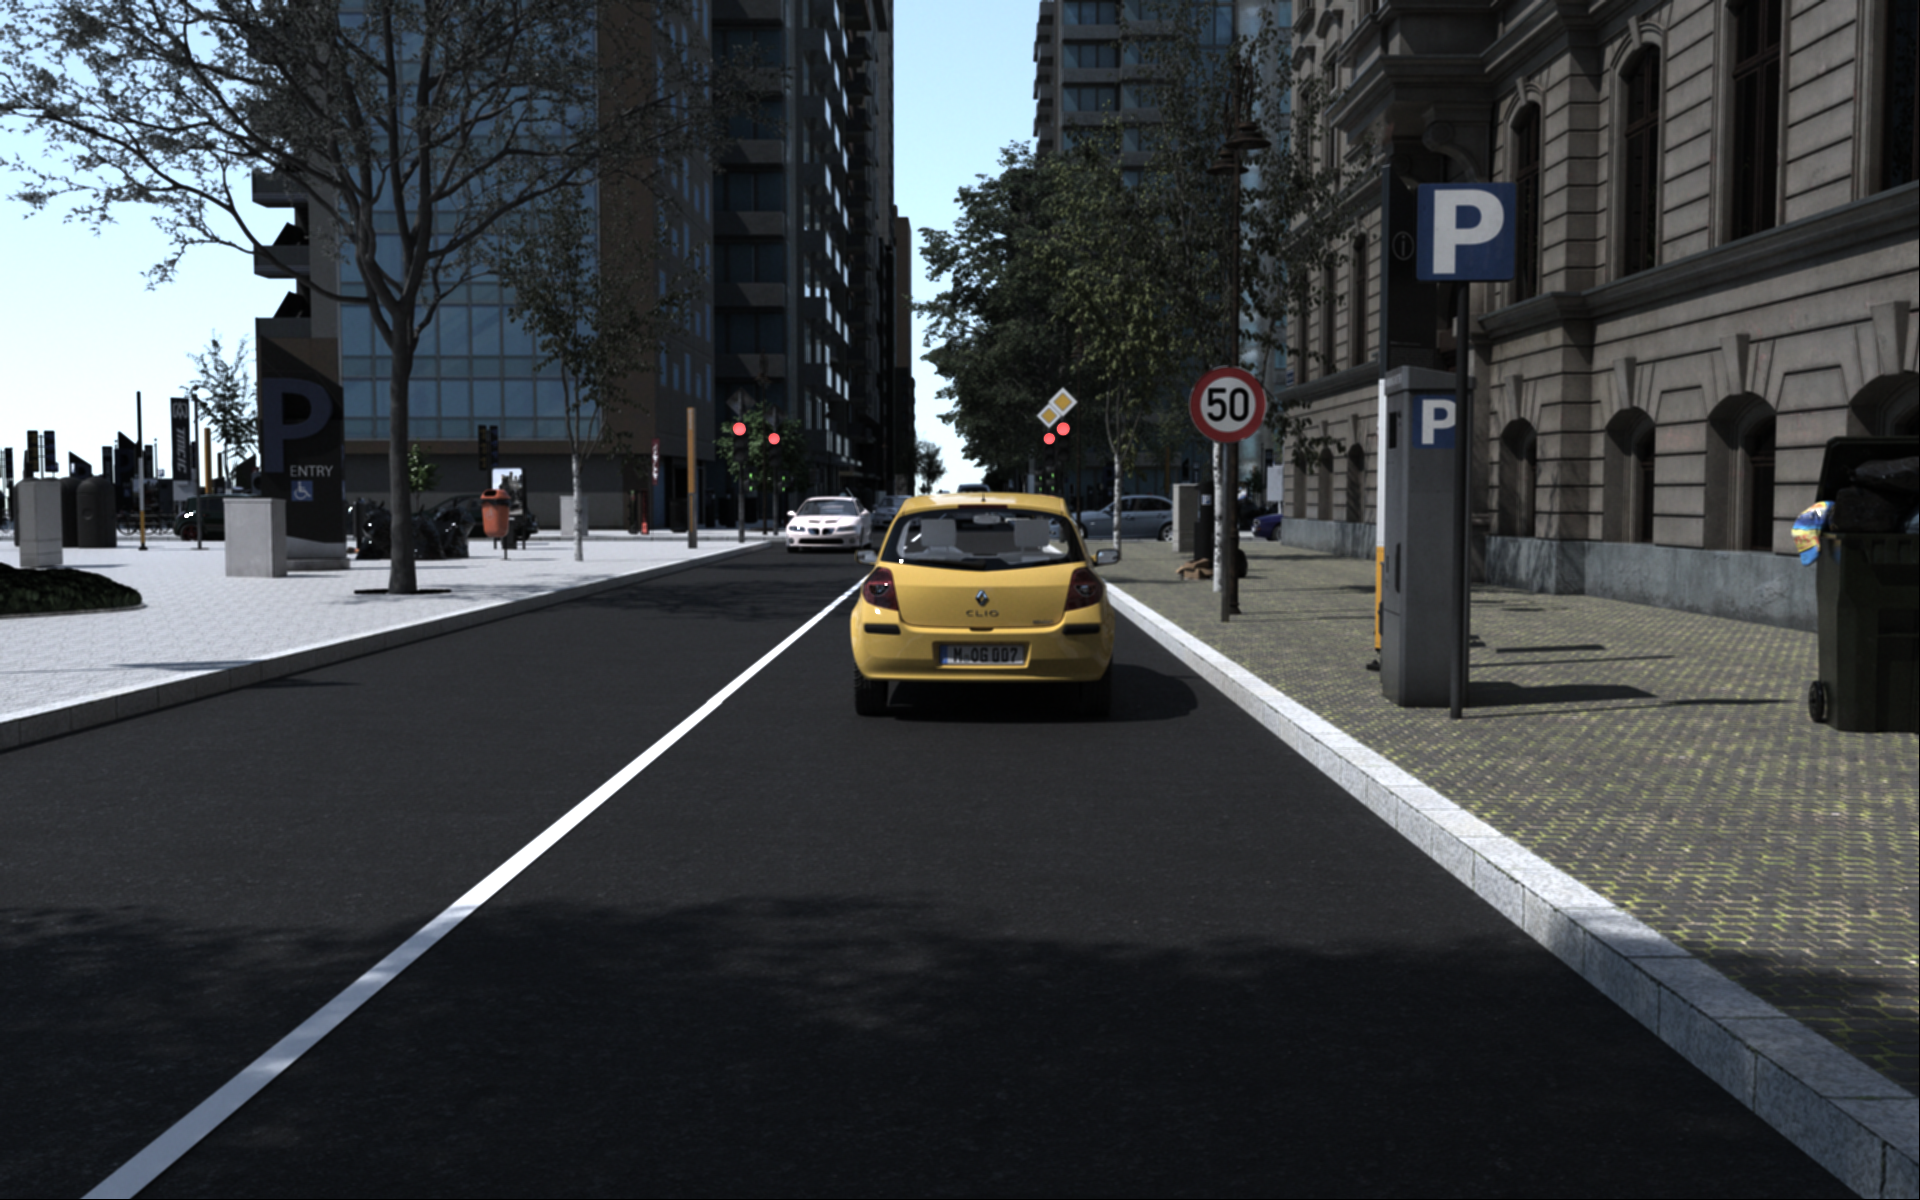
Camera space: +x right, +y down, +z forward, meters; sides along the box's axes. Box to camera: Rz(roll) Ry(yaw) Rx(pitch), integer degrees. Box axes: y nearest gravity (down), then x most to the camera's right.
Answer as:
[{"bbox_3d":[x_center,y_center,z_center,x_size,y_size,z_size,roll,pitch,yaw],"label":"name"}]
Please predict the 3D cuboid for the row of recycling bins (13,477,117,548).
[{"bbox_3d":[-21.746,-2.133,41.989,3.534,1.692,1.069,2,4,33],"label":"row of recycling bins"}]

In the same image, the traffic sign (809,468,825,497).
[{"bbox_3d":[-5.636,-4.044,68.249,0.606,2.300,0.079,0,4,4],"label":"traffic sign"}]

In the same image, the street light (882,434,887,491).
[{"bbox_3d":[-5.631,-9.639,130.380,0.468,5.910,1.993,0,4,0],"label":"street light"}]

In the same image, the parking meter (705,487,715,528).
[{"bbox_3d":[-9.550,-3.535,66.213,0.372,1.533,0.369,0,3,0],"label":"parking meter"}]

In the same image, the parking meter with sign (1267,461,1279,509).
[{"bbox_3d":[16.785,-5.914,92.961,0.543,3.016,1.738,1,4,21],"label":"parking meter with sign"}]

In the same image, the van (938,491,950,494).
[{"bbox_3d":[-1.846,-12.027,203.656,2.013,2.044,4.112,0,4,-1],"label":"van"}]

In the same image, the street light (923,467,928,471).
[{"bbox_3d":[-4.998,-16.306,239.387,0.468,5.910,1.993,0,4,0],"label":"street light"}]

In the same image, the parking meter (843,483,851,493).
[{"bbox_3d":[-5.951,-5.221,91.070,0.399,1.863,0.255,1,4,22],"label":"parking meter"}]

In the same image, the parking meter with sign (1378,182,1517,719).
[{"bbox_3d":[2.896,-0.879,10.635,0.543,3.016,1.738,0,4,4],"label":"parking meter with sign"}]

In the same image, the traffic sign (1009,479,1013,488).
[{"bbox_3d":[3.625,-7.075,117.803,0.606,2.300,0.079,0,4,1],"label":"traffic sign"}]

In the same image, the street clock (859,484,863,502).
[{"bbox_3d":[-6.958,-7.157,121.588,0.358,2.002,0.471,1,4,10],"label":"street clock"}]

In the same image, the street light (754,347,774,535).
[{"bbox_3d":[-6.147,-4.994,54.436,0.468,5.910,1.993,0,4,0],"label":"street light"}]

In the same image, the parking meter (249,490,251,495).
[{"bbox_3d":[-39.001,-5.288,94.867,0.372,1.533,0.369,0,3,0],"label":"parking meter"}]

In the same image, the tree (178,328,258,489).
[{"bbox_3d":[-32.660,-7.795,77.804,4.737,8.622,4.395,0,3,0],"label":"tree"}]

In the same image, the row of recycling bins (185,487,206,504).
[{"bbox_3d":[-42.187,-5.408,95.533,1.069,1.692,3.534,-3,4,-37],"label":"row of recycling bins"}]

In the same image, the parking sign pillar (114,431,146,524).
[{"bbox_3d":[-35.481,-5.234,74.041,1.447,3.967,1.447,1,4,17],"label":"parking sign pillar"}]

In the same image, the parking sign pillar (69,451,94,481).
[{"bbox_3d":[-55.075,-7.347,108.602,1.447,3.967,1.447,3,5,45],"label":"parking sign pillar"}]

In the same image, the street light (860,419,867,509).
[{"bbox_3d":[-5.934,-8.199,106.835,0.468,5.910,1.993,0,4,0],"label":"street light"}]

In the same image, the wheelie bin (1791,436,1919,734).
[{"bbox_3d":[5.091,-0.094,9.442,0.980,1.594,0.693,1,4,14],"label":"wheelie bin"}]

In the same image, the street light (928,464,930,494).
[{"bbox_3d":[-4.828,-17.887,265.241,0.468,5.910,1.993,0,4,0],"label":"street light"}]

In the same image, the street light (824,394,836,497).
[{"bbox_3d":[-6.034,-6.575,80.290,0.468,5.910,1.993,0,4,0],"label":"street light"}]

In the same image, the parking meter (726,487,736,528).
[{"bbox_3d":[-8.752,-3.531,66.147,0.372,1.533,0.369,0,3,0],"label":"parking meter"}]

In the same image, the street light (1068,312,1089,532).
[{"bbox_3d":[3.036,-4.368,44.208,0.468,5.910,1.993,0,4,0],"label":"street light"}]

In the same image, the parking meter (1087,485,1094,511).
[{"bbox_3d":[8.751,-6.767,116.351,0.399,1.863,0.255,-1,4,-19],"label":"parking meter"}]

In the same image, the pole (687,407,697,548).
[{"bbox_3d":[-6.320,-2.875,40.856,0.158,3.312,0.155,0,3,0],"label":"pole"}]

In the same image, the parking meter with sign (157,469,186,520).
[{"bbox_3d":[-39.162,-5.459,85.512,1.738,3.016,0.543,0,4,-7],"label":"parking meter with sign"}]

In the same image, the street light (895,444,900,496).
[{"bbox_3d":[-5.591,-11.220,156.235,0.468,5.910,1.993,0,4,0],"label":"street light"}]

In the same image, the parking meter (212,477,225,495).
[{"bbox_3d":[-24.763,-3.188,57.831,0.255,1.863,0.399,3,5,42],"label":"parking meter"}]

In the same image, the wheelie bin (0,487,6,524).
[{"bbox_3d":[-40.146,-3.920,71.992,0.693,1.594,0.980,2,4,32],"label":"wheelie bin"}]

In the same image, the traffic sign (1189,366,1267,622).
[{"bbox_3d":[2.663,-1.052,17.301,0.768,2.556,0.104,0,4,3],"label":"traffic sign"}]

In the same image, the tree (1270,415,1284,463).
[{"bbox_3d":[23.947,-10.570,123.183,4.737,8.622,4.395,0,3,0],"label":"tree"}]

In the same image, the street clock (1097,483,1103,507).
[{"bbox_3d":[9.164,-6.655,113.386,0.358,2.002,0.471,3,4,39],"label":"street clock"}]

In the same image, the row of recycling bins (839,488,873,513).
[{"bbox_3d":[-7.596,-6.745,117.398,3.534,1.692,1.069,1,4,13],"label":"row of recycling bins"}]

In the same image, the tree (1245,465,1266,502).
[{"bbox_3d":[19.030,-7.096,110.613,1.663,3.219,1.824,0,3,0],"label":"tree"}]

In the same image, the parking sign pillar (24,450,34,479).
[{"bbox_3d":[-57.263,-7.218,106.483,1.447,3.967,1.447,-2,4,-32],"label":"parking sign pillar"}]

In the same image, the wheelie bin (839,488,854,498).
[{"bbox_3d":[-5.736,-4.868,87.493,0.693,1.594,0.980,0,4,2],"label":"wheelie bin"}]

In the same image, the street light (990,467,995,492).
[{"bbox_3d":[4.261,-16.049,235.181,0.468,5.910,1.993,0,4,0],"label":"street light"}]

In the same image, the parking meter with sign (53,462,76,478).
[{"bbox_3d":[-49.037,-6.021,94.708,1.738,3.016,0.543,2,4,30],"label":"parking meter with sign"}]

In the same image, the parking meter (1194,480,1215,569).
[{"bbox_3d":[4.079,-1.245,28.772,0.372,1.533,0.369,0,3,0],"label":"parking meter"}]

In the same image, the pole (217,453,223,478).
[{"bbox_3d":[-36.321,-5.579,85.066,0.158,3.312,0.155,0,3,0],"label":"pole"}]

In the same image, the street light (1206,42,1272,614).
[{"bbox_3d":[2.920,-2.787,18.354,0.468,5.910,1.993,0,4,0],"label":"street light"}]

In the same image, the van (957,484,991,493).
[{"bbox_3d":[0.617,-4.012,72.605,2.013,2.044,4.112,0,4,2],"label":"van"}]

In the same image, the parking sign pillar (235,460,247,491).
[{"bbox_3d":[-47.440,-7.748,115.152,1.447,3.967,1.447,-1,4,-14],"label":"parking sign pillar"}]

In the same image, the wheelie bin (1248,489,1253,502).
[{"bbox_3d":[17.128,-5.885,104.125,0.980,1.594,0.693,-3,4,-38],"label":"wheelie bin"}]

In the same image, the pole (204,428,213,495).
[{"bbox_3d":[-23.100,-3.633,53.246,0.158,3.312,0.155,0,3,0],"label":"pole"}]

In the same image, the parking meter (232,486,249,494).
[{"bbox_3d":[-23.738,-2.970,56.979,0.372,1.533,0.369,0,3,0],"label":"parking meter"}]

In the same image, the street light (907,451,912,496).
[{"bbox_3d":[-5.331,-12.801,182.088,0.468,5.910,1.993,0,4,0],"label":"street light"}]

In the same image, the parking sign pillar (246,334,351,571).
[{"bbox_3d":[-11.123,-2.498,29.315,1.447,3.967,1.447,-1,4,-11],"label":"parking sign pillar"}]

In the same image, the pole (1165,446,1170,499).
[{"bbox_3d":[8.855,-4.904,74.031,0.158,3.312,0.155,0,3,0],"label":"pole"}]

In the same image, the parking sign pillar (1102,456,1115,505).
[{"bbox_3d":[10.586,-8.106,121.004,1.447,3.967,1.447,2,4,33],"label":"parking sign pillar"}]

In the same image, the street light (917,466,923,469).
[{"bbox_3d":[-5.176,-14.725,213.533,0.468,5.910,1.993,0,4,0],"label":"street light"}]

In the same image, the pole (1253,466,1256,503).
[{"bbox_3d":[21.265,-8.031,125.142,0.158,3.312,0.155,0,3,0],"label":"pole"}]
